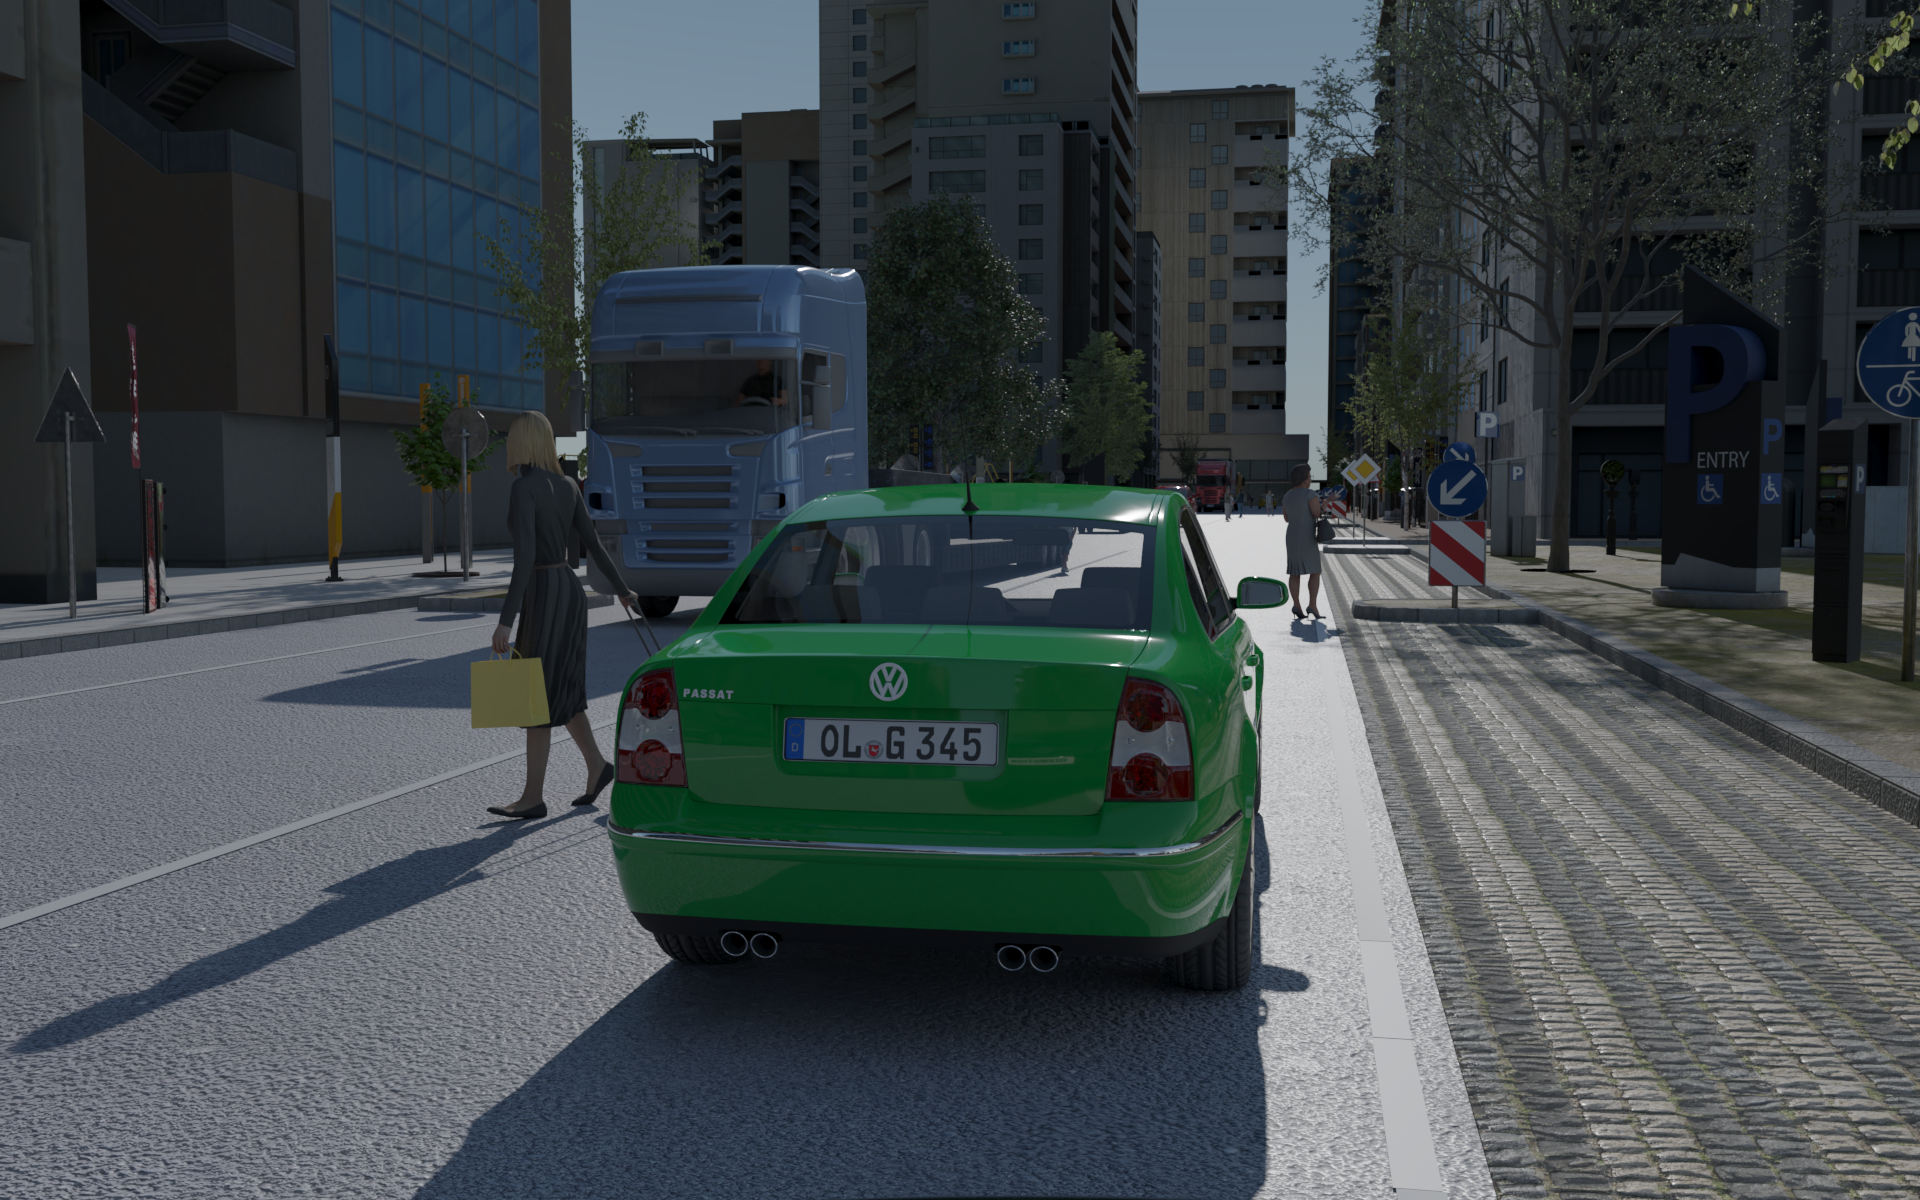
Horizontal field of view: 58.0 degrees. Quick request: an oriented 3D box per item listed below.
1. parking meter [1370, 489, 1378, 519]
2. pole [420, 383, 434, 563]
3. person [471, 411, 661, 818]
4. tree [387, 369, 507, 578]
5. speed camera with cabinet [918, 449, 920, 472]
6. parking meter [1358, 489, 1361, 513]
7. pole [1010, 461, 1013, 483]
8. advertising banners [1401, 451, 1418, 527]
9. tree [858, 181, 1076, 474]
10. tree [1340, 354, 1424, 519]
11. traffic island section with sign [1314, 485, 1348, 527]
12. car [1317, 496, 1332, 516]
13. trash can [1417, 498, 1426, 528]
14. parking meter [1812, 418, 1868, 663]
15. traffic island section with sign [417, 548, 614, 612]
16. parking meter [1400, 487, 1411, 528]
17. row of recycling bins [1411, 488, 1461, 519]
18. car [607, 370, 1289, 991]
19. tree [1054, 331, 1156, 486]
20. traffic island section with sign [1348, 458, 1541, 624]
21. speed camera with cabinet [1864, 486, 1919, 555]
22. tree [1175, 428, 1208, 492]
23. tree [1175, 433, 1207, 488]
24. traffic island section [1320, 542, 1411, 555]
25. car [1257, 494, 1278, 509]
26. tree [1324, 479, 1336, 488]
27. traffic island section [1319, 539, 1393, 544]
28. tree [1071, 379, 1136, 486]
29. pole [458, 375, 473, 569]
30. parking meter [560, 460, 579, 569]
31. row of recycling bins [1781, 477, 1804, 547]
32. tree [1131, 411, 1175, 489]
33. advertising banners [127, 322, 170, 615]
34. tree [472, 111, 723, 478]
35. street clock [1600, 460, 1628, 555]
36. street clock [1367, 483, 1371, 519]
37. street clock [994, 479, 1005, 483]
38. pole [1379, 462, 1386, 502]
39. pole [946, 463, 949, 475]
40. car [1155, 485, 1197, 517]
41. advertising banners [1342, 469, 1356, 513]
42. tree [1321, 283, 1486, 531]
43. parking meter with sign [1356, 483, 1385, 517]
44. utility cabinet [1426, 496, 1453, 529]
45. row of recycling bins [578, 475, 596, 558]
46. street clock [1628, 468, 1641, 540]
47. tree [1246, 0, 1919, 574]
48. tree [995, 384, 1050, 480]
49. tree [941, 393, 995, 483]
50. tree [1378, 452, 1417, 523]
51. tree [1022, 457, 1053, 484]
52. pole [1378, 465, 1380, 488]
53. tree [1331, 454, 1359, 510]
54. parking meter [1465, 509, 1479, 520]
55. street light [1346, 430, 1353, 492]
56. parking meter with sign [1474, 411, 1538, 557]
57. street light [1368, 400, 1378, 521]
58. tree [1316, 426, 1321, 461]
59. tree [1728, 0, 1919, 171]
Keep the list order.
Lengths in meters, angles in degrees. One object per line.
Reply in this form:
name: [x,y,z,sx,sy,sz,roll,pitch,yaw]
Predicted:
parking meter: [21.164,-4.905,88.604,0.372,1.533,0.369,0,3,0]
pole: [-9.869,-2.336,32.044,0.158,3.312,0.155,0,3,0]
person: [-1.567,0.045,7.986,1.509,1.804,0.699,-3,4,-38]
tree: [-8.169,-1.984,27.044,1.663,3.219,1.824,0,3,0]
speed camera with cabinet: [-1.757,-5.065,77.152,0.660,3.252,2.038,1,4,18]
parking meter: [27.214,-6.850,117.713,0.255,1.863,0.399,1,4,15]
pole: [3.173,-6.950,107.471,0.158,3.312,0.155,0,3,0]
advertising banners: [17.913,-4.458,69.081,0.090,3.025,2.074,0,4,-2]
tree: [-0.816,-8.994,64.053,9.611,12.733,9.660,0,3,0]
tree: [22.148,-8.581,90.656,4.360,8.622,3.978,0,3,0]
traffic island section with sign: [16.265,-4.055,74.920,1.989,1.847,2.006,1,4,11]
car: [23.069,-6.026,111.105,1.945,1.354,3.894,1,4,10]
trash can: [17.750,-3.320,65.933,0.748,1.137,0.748,0,3,0]
parking meter: [6.738,-0.462,13.266,0.255,1.863,0.399,3,5,45]
traffic island section with sign: [-5.521,-0.820,22.040,1.989,1.847,2.006,1,4,11]
parking meter: [16.690,-3.451,64.841,0.372,1.533,0.369,0,3,0]
row of recycling bins: [24.021,-5.026,89.287,3.534,1.692,1.069,0,4,6]
car: [0.236,0.141,6.489,1.959,1.807,4.718,1,4,11]
tree: [10.038,-12.425,121.278,7.486,12.596,7.792,0,3,0]
traffic island section with sign: [5.594,-0.704,20.133,1.989,1.847,2.006,1,4,11]
speed camera with cabinet: [19.427,-2.612,37.038,0.660,3.252,2.038,-3,4,-38]
tree: [25.044,-14.797,192.297,4.360,8.622,3.978,0,3,0]
tree: [27.004,-15.444,202.870,4.737,8.622,4.395,0,3,0]
traffic island section: [9.898,-1.227,42.340,2.009,0.180,2.903,1,4,11]
car: [29.535,-9.551,166.384,2.015,1.641,3.980,1,4,11]
tree: [39.168,-11.402,181.016,1.663,3.219,1.824,0,3,0]
traffic island section: [11.425,-1.706,50.178,2.009,0.180,2.903,1,4,11]
tree: [9.221,-9.852,111.435,4.737,8.622,4.395,0,3,0]
pole: [-8.505,-2.197,29.760,0.158,3.312,0.155,0,3,0]
parking meter: [-6.717,-1.470,29.739,0.255,1.863,0.399,-2,4,-29]
row of recycling bins: [18.340,-2.012,40.016,3.534,1.692,1.069,2,4,27]
tree: [15.614,-12.060,147.537,4.360,8.622,3.978,0,3,0]
advertising banners: [-8.785,-1.378,18.724,0.090,3.025,2.074,-1,4,-17]
tree: [-6.687,-5.038,32.742,4.737,8.622,4.395,0,3,0]
street clock: [13.721,-1.950,36.451,0.471,2.002,0.358,1,4,16]
street clock: [20.773,-5.092,87.829,0.358,2.002,0.471,1,4,11]
street clock: [1.864,-4.725,81.824,0.471,2.002,0.358,-2,4,-25]
pole: [24.140,-6.403,98.539,0.158,3.312,0.155,0,3,0]
pole: [-0.807,-7.413,115.044,0.158,3.312,0.155,0,3,0]
car: [9.415,-4.176,76.948,2.281,1.827,5.304,1,4,11]
advertising banners: [26.897,-7.563,119.849,0.090,3.025,2.074,3,4,38]
tree: [15.717,-6.717,60.185,4.737,8.622,4.395,0,3,0]
parking meter with sign: [22.943,-6.142,96.685,1.738,3.016,0.543,3,4,39]
utility cabinet: [17.695,-3.219,63.788,1.020,1.237,0.306,0,4,-2]
row of recycling bins: [-7.624,-1.707,35.024,3.534,1.692,1.069,2,4,32]
street clock: [18.713,-2.662,48.098,0.358,2.002,0.471,1,4,9]
tree: [9.987,-7.198,28.055,12.009,13.543,11.850,0,3,0]
tree: [4.047,-10.000,113.864,4.737,8.622,4.395,0,3,0]
tree: [-0.702,-9.140,99.808,4.737,8.622,4.395,0,3,0]
tree: [19.155,-5.012,76.543,1.663,3.219,1.824,0,3,0]
tree: [3.386,-5.410,83.049,1.663,3.219,1.824,0,3,0]
pole: [29.122,-7.735,120.312,0.158,3.312,0.155,0,3,0]
tree: [31.743,-9.572,140.218,4.285,4.588,4.351,0,3,0]
parking meter: [15.976,-2.960,54.101,0.399,1.863,0.255,3,4,37]
street light: [27.648,-9.186,122.984,0.468,5.910,1.993,1,4,11]
parking meter with sign: [11.335,-2.421,35.844,0.543,3.016,1.738,-1,4,-15]
street light: [19.984,-6.787,83.752,0.468,5.910,1.993,1,4,11]
tree: [37.612,-13.613,172.941,4.737,8.622,4.395,0,3,0]
tree: [5.391,-3.499,7.574,4.360,8.622,3.978,0,3,0]
